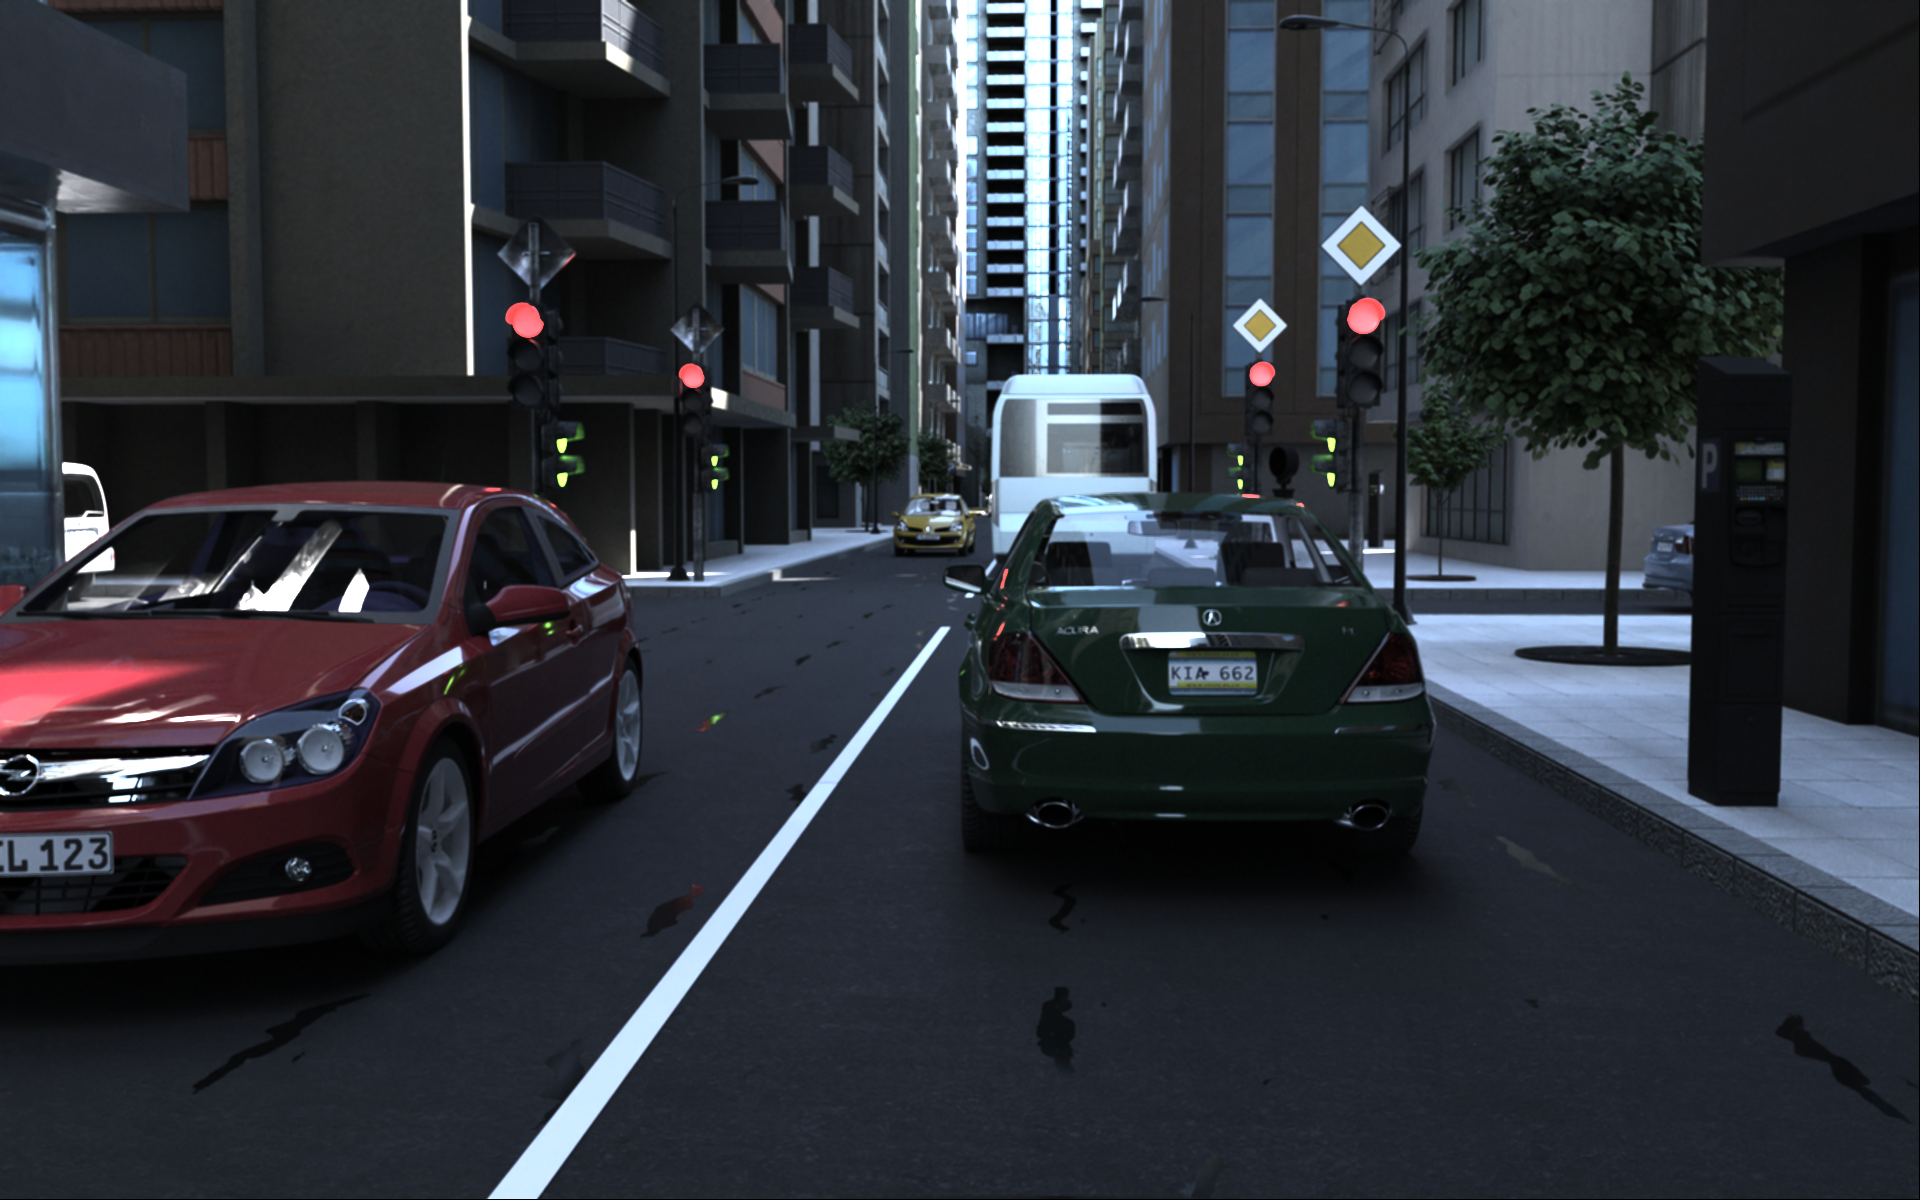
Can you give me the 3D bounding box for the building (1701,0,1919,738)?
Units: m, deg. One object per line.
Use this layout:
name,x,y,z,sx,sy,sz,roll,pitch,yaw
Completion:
building,11.184,-21.536,2.228,14.600,45.320,14.200,0,4,3

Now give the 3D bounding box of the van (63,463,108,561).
van,-13.537,-0.977,22.983,4.112,2.044,2.013,0,4,5

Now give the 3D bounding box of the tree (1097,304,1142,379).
tree,7.176,-7.084,66.184,4.360,8.622,3.978,0,3,0

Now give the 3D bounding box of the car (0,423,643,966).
car,-2.474,0.140,6.758,2.155,1.783,4.494,0,4,1

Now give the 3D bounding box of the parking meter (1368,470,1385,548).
parking meter,9.950,-2.183,41.402,0.255,1.863,0.399,3,4,37

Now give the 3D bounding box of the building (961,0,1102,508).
building,8.262,-53.825,192.715,31.000,86.520,22.319,0,4,3

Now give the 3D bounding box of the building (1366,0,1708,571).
building,15.643,-21.227,30.648,14.086,41.232,14.154,0,4,3

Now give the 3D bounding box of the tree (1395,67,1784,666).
tree,5.114,-1.814,13.372,4.285,4.588,4.351,0,3,0

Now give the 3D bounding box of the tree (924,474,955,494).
tree,-1.113,-5.839,90.072,1.663,3.219,1.824,0,3,0

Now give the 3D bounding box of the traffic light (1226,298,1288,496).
traffic light,4.278,-2.204,24.951,0.839,4.253,0.868,0,4,3

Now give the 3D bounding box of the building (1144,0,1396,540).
building,13.039,-24.682,53.668,14.600,45.320,14.200,0,4,3

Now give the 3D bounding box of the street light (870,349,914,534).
street light,-2.183,-5.078,55.563,1.470,5.913,1.316,0,4,3

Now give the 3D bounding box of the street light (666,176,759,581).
street light,-3.632,-3.237,25.460,1.470,5.913,1.316,0,4,3

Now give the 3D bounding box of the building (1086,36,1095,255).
building,19.209,-31.628,167.224,14.600,45.320,14.200,0,4,3

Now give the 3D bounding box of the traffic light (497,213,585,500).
traffic light,-4.223,-1.740,17.365,0.839,4.253,0.868,0,4,3

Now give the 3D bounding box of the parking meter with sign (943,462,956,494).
parking meter with sign,-0.724,-6.101,96.010,0.543,3.016,1.738,-1,4,-15

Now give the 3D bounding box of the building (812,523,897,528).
building,-9.143,-23.515,68.059,14.154,41.232,14.086,0,4,3

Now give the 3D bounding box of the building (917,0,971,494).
building,-11.477,-30.351,115.851,23.786,49.044,30.456,0,4,3

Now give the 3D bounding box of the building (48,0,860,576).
building,-14.124,-23.493,38.742,22.147,44.769,28.867,0,4,3

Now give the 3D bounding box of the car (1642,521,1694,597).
car,10.747,-0.555,21.072,4.499,1.417,2.014,0,4,4

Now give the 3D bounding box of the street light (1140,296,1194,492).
street light,4.918,-4.175,40.805,1.470,5.913,1.316,0,4,3

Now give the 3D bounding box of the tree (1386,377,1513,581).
tree,7.128,-1.918,25.962,1.663,3.219,1.824,0,3,0

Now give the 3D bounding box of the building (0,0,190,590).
building,-20.683,-23.521,4.174,30.456,49.044,23.786,0,4,3

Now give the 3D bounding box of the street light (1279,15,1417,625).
street light,3.800,-2.717,16.967,1.470,5.913,1.316,0,4,3

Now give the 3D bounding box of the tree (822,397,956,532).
tree,-3.214,-4.593,58.817,4.285,4.588,4.351,0,3,0

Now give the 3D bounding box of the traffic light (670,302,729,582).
traffic light,-3.823,-2.227,25.340,0.839,4.253,0.868,0,4,3

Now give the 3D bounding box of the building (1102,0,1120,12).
building,15.915,-26.063,109.719,14.154,41.232,14.086,0,4,3

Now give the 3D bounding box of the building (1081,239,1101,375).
building,23.281,-17.523,131.533,27.650,21.520,28.899,0,4,3

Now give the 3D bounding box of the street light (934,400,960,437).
street light,-0.723,-6.902,85.390,1.470,5.913,1.316,0,4,3

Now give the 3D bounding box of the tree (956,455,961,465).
tree,-1.676,-5.978,81.450,4.285,4.588,4.351,0,3,0

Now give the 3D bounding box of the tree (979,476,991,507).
tree,3.218,-10.950,173.638,1.663,3.219,1.824,0,3,0

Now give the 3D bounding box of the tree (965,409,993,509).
tree,2.067,-12.286,151.235,4.360,8.622,3.978,0,3,0

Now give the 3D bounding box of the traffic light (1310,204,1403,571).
traffic light,3.878,-1.716,16.976,0.839,4.253,0.868,0,4,3

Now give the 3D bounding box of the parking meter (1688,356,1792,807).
parking meter,3.235,-0.091,7.195,0.255,1.863,0.399,0,4,2

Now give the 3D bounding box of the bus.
bus,2.150,-2.354,33.350,2.948,3.499,13.247,0,4,3

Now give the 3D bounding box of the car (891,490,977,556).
car,-0.574,-1.889,41.102,2.015,1.641,3.980,0,4,4

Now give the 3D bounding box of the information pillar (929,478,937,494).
information pillar,-1.227,-4.519,78.385,0.304,2.012,0.304,1,4,11

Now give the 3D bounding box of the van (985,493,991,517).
van,2.636,-6.302,110.044,2.013,2.044,4.112,0,4,2

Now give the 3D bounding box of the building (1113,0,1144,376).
building,18.898,-28.377,83.571,23.786,49.044,30.456,0,4,3

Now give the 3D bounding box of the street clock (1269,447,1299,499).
street clock,4.940,-1.339,26.460,0.358,2.002,0.471,-2,4,-25

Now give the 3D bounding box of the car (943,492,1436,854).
car,0.956,0.211,8.346,2.131,1.459,4.920,0,4,2

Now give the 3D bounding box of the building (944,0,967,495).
building,-6.788,-29.890,138.805,14.600,45.320,14.200,0,4,3
